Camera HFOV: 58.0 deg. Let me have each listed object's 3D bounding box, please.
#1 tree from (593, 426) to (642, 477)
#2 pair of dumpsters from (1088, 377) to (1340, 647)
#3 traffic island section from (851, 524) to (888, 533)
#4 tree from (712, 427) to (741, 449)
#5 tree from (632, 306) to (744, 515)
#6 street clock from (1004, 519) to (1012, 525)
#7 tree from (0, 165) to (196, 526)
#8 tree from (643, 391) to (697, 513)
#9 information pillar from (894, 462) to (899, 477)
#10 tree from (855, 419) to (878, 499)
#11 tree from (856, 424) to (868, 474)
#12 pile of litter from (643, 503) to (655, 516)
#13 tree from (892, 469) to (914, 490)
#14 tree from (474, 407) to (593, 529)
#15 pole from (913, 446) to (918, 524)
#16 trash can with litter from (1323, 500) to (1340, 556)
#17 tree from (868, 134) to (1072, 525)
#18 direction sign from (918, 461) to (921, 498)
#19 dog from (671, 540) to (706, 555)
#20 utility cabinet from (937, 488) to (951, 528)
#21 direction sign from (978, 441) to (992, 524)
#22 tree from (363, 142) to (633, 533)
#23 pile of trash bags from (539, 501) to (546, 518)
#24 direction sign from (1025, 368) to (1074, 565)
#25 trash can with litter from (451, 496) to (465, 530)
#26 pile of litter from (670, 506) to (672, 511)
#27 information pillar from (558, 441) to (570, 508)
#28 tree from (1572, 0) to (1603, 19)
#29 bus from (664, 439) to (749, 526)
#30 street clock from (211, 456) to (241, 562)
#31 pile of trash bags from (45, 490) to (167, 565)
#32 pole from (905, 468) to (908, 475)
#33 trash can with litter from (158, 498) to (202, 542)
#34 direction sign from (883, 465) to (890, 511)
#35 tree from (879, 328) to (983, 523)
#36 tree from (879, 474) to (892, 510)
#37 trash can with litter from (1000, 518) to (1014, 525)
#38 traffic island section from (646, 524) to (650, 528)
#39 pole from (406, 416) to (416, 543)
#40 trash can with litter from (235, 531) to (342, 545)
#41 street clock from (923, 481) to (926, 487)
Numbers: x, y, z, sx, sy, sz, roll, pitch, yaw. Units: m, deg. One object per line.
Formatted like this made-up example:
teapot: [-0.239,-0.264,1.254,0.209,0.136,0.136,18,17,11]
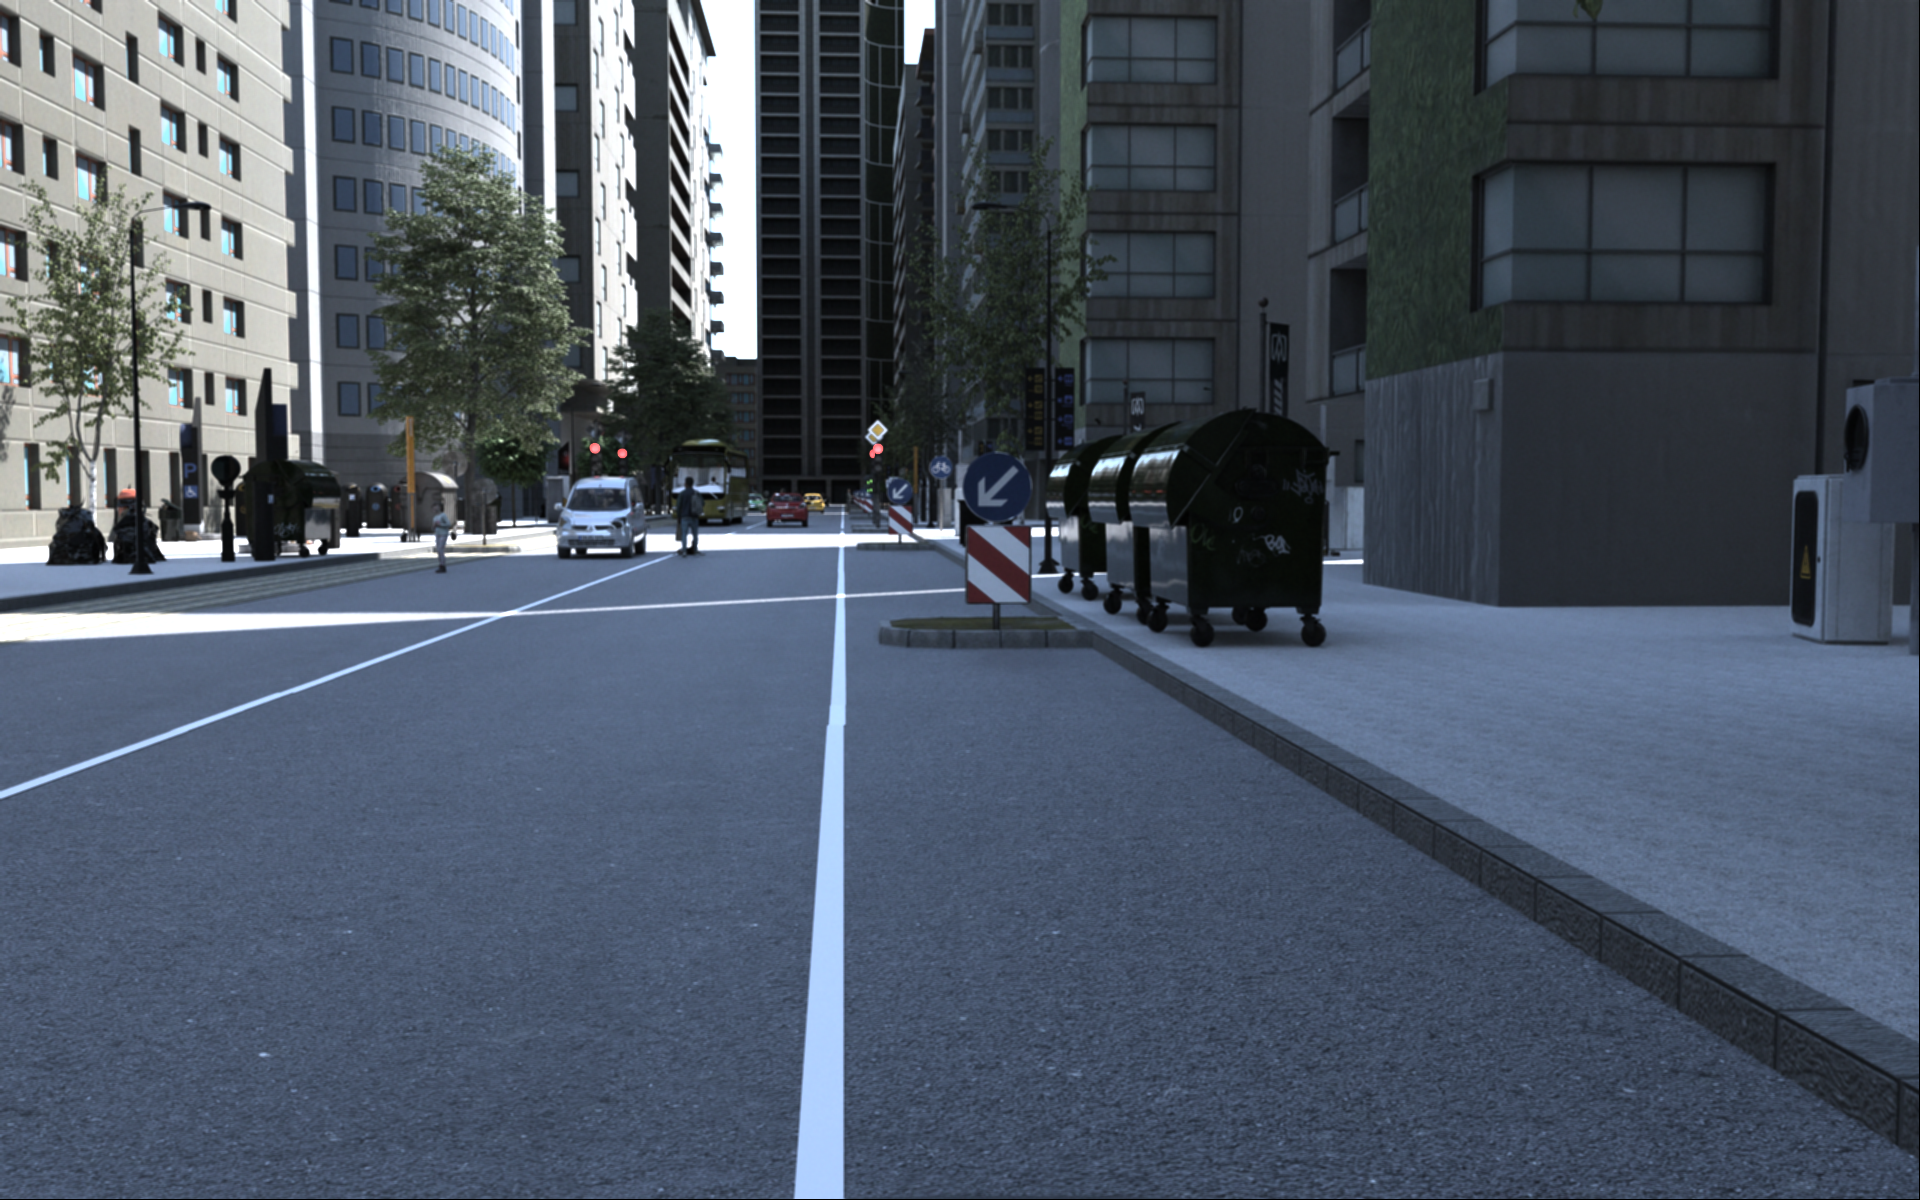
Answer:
tree: [-16.949,-6.081,83.138,4.285,4.588,4.351,0,3,0]
pair of dumpsters: [2.302,-0.855,16.475,1.574,2.255,4.437,0,4,-4]
traffic island section: [-3.075,-2.642,65.485,2.009,0.180,2.903,0,4,-4]
tree: [-22.066,-12.703,158.057,4.737,8.622,4.395,0,3,0]
tree: [-17.874,-11.413,104.735,7.486,12.596,7.792,0,3,0]
street clock: [1.081,-2.089,38.720,0.358,2.002,0.471,0,4,3]
tree: [-19.805,-5.455,39.548,4.737,8.622,4.395,0,3,0]
tree: [-19.336,-10.049,114.662,4.737,8.622,4.395,0,3,0]
information pillar: [-4.834,-8.436,129.282,0.183,3.616,0.504,0,4,7]
tree: [-7.406,-12.948,162.065,4.360,8.622,3.978,0,3,0]
tree: [-2.274,-8.555,90.239,4.737,8.622,4.395,0,3,0]
pile of litter: [-18.561,-5.383,101.982,1.176,0.858,1.719,3,4,36]
tree: [-3.949,-8.496,133.518,1.663,3.219,1.824,0,3,0]
tree: [-16.681,-4.972,65.001,4.285,4.588,4.351,0,3,0]
pole: [-1.902,-4.919,74.276,0.158,3.312,0.155,0,3,0]
trash can with litter: [7.002,-1.524,35.982,2.233,1.210,1.678,-1,4,-13]
tree: [0.992,-5.168,34.865,4.737,8.622,4.395,0,3,0]
direction sign: [-2.878,-7.766,118.969,0.379,3.537,0.876,-2,4,-31]
dog: [-6.384,-1.254,40.695,0.748,0.427,0.550,3,5,42]
utility cabinet: [-0.606,-3.465,65.330,0.318,1.500,1.173,-1,4,-13]
direction sign: [1.091,-5.051,74.588,0.379,3.537,0.876,-3,5,-40]
tree: [-15.698,-8.468,56.574,7.486,12.596,7.792,0,3,0]
pile of trash bags: [-21.525,-5.044,92.229,1.912,1.369,3.447,0,4,0]
direction sign: [1.613,-2.395,31.151,0.876,3.537,0.379,0,4,-1]
trash can with litter: [-18.283,-3.098,61.718,2.233,1.210,1.678,0,4,-6]
pile of litter: [-23.900,-7.907,143.238,1.719,0.858,1.176,0,4,3]
information pillar: [-17.564,-5.231,76.875,0.504,3.616,0.183,-2,4,-26]
tree: [3.173,-3.363,5.350,4.737,8.622,4.395,0,3,0]
bus: [-11.699,-5.505,81.549,2.896,3.916,12.252,0,4,-2]
street clock: [-13.887,-1.727,32.808,0.471,2.002,0.358,0,4,-2]
pile of trash bags: [-16.079,-1.416,32.907,1.912,1.369,3.447,-1,4,-15]
pole: [-4.193,-8.731,136.590,0.158,3.312,0.155,0,3,0]
trash can with litter: [-20.860,-2.137,46.324,1.055,1.170,0.624,-1,4,-17]
direction sign: [-5.691,-8.725,134.646,0.379,3.537,0.876,-3,5,-39]
tree: [-1.219,-7.786,77.662,4.360,8.622,3.978,0,3,0]
tree: [-5.328,-9.072,142.925,1.663,3.219,1.824,0,3,0]
trash can with litter: [1.273,-1.991,43.944,0.624,1.170,1.055,-3,4,-36]
traffic island section: [-14.130,-3.087,72.751,2.009,0.180,2.903,0,4,-4]
pole: [-14.424,-3.159,45.490,0.158,3.312,0.155,0,3,0]
trash can with litter: [-17.169,-2.000,43.750,2.233,1.210,1.678,1,4,11]
street clock: [-1.755,-5.505,94.579,0.471,2.002,0.358,0,4,-5]
